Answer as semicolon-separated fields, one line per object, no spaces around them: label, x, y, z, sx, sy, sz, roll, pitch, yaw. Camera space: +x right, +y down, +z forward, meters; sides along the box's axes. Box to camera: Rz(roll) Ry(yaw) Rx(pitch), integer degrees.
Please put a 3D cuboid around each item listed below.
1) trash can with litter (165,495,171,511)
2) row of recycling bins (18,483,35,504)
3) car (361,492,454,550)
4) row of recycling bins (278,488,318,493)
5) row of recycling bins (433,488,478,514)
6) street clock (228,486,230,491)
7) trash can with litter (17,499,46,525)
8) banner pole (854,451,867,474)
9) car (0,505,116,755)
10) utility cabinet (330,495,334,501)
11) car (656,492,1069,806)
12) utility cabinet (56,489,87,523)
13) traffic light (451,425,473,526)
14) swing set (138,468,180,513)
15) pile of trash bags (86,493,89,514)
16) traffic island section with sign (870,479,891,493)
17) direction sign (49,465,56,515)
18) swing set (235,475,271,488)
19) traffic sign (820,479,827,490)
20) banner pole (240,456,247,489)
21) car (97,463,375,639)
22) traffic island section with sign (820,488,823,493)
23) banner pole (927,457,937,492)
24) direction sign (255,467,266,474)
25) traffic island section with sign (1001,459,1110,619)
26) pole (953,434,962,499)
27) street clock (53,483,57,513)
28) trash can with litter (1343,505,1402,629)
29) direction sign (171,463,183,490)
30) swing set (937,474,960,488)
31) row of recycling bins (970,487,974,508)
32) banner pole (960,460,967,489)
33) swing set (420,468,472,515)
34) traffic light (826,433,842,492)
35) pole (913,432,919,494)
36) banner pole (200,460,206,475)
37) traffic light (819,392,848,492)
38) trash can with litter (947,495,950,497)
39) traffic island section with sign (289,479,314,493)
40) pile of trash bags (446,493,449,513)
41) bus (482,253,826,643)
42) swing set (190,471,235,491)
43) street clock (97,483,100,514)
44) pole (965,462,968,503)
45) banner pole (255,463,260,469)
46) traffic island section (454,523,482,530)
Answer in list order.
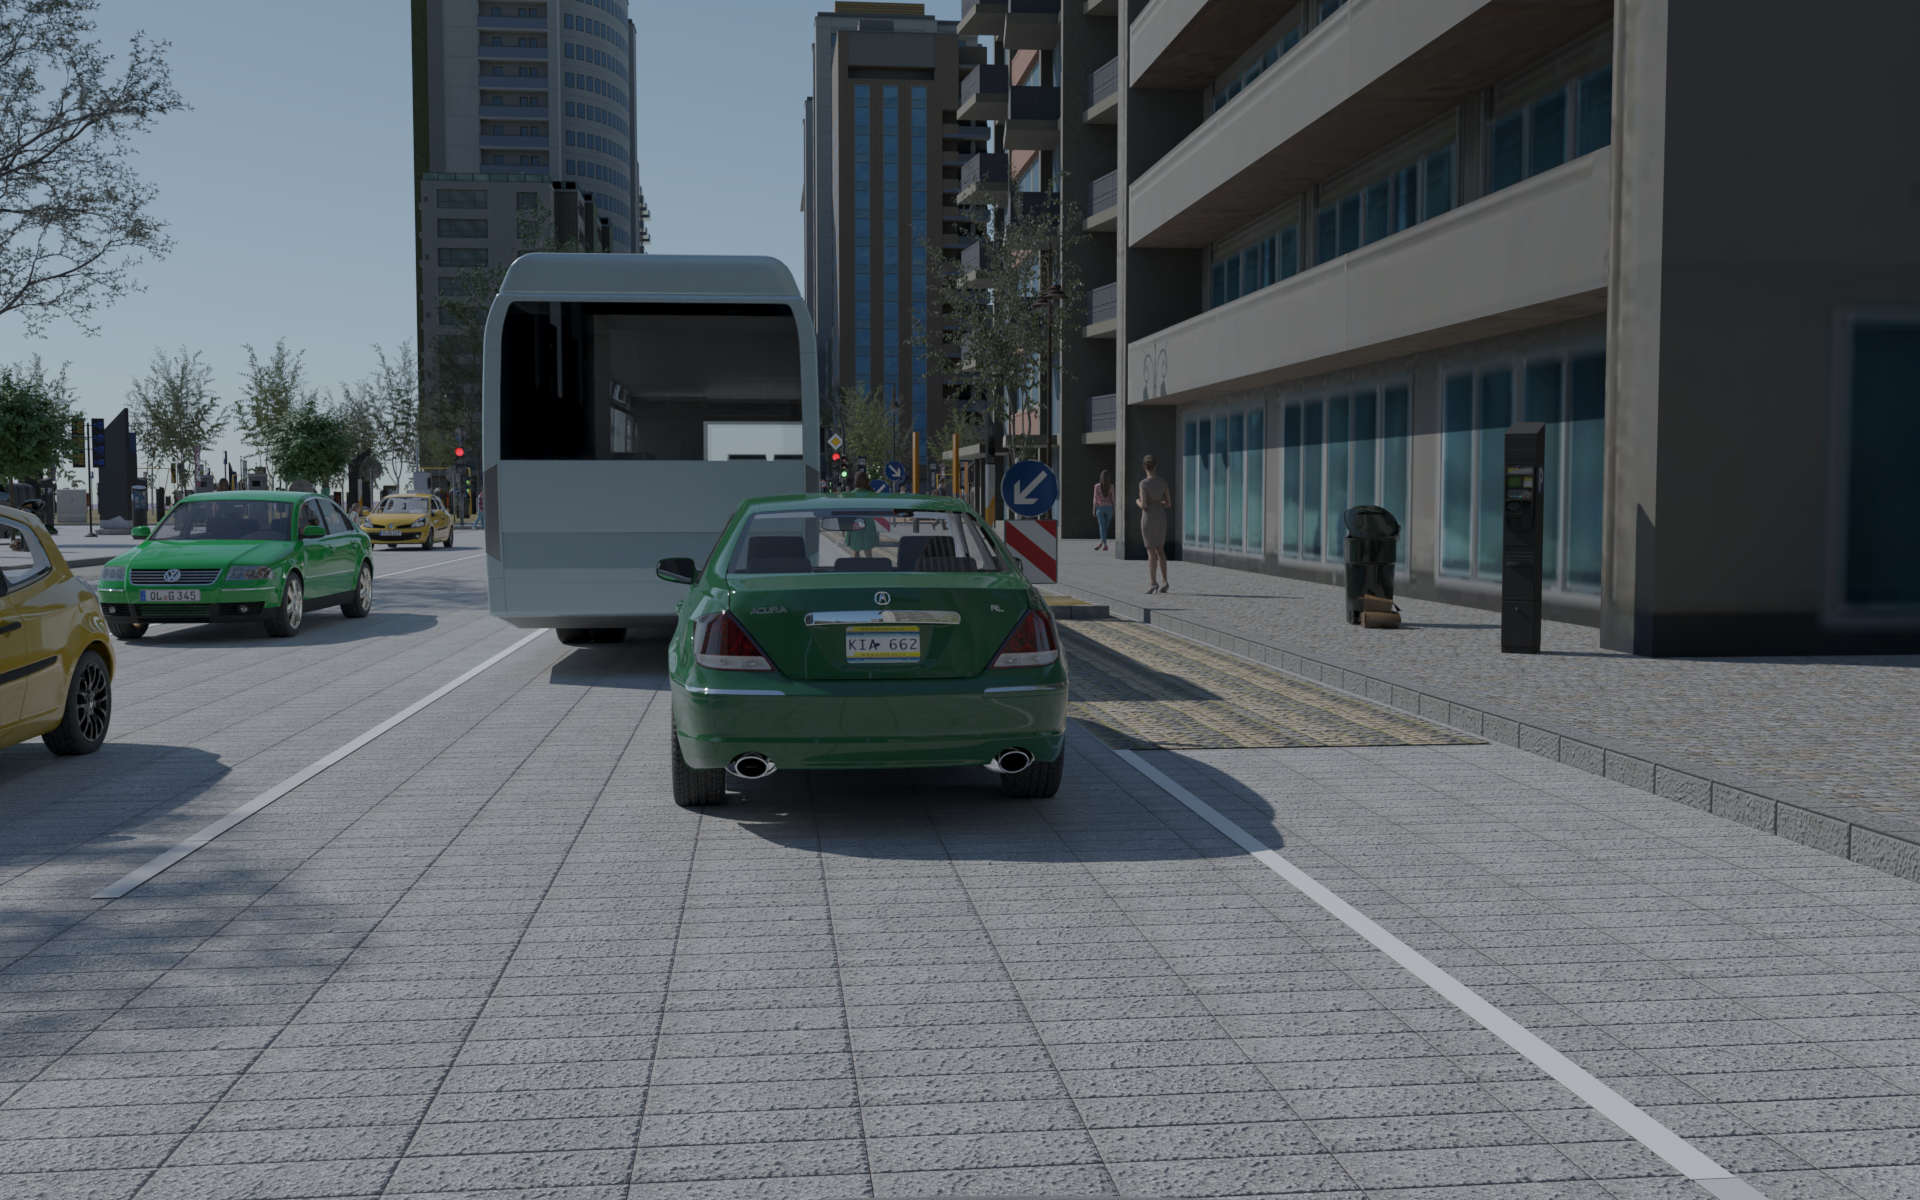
trash can with litter;-61.200;-7.563;134.718;1.678;1.210;2.233;1;4;21
row of recycling bins;-34.970;-3.485;64.094;1.069;1.692;3.534;-1;4;-16
car;-14.399;-2.138;45.184;2.015;1.641;3.980;0;4;-5
row of recycling bins;-45.779;-6.885;119.678;3.534;1.692;1.069;2;4;26
row of recycling bins;-31.518;-6.268;109.597;3.534;1.692;1.069;0;4;-7
street clock;-56.976;-7.953;134.609;0.358;2.002;0.471;1;4;11
trash can with litter;-20.865;-1.665;38.613;1.055;1.170;0.624;2;4;34
banner pole;-5.887;-6.800;101.191;0.863;3.779;0.401;0;4;-2
car;-5.481;0.130;8.094;2.015;1.641;3.980;0;4;-6
utility cabinet;-44.661;-6.819;122.648;1.020;1.237;0.306;-2;4;-31
car;-0.610;0.142;9.479;2.131;1.459;4.920;0;4;-7
utility cabinet;-39.007;-4.120;76.047;1.173;1.500;0.318;0;4;-1
traffic light;-20.222;-4.976;70.279;0.839;4.253;0.868;0;4;-6
swing set;-48.432;-6.468;103.373;2.862;2.851;3.119;3;5;42
pile of trash bags;-56.315;-6.416;114.655;3.447;1.369;1.912;-3;5;-40
traffic island section with sign;-2.385;-2.371;47.388;1.989;1.847;2.006;0;4;-6
direction sign;-55.238;-6.934;105.371;0.876;3.537;0.379;2;4;35
swing set;-58.060;-8.811;141.679;3.119;2.851;2.862;-2;4;-29
traffic sign;-11.966;-9.226;150.947;0.768;2.556;0.104;0;4;3
banner pole;-46.784;-7.530;113.125;0.863;3.779;0.401;2;4;31
car;-7.651;-0.602;18.643;1.959;1.807;4.718;0;4;-5
traffic island section with sign;-8.570;-5.750;102.636;1.989;1.847;2.006;0;4;-6
banner pole;-1.978;-7.832;118.063;0.863;3.779;0.401;1;4;13
direction sign;-58.136;-9.300;144.059;0.876;3.537;0.379;-2;4;-31
traffic island section with sign;0.612;-0.732;20.599;1.989;1.847;2.006;0;4;-6
pole;-0.141;-3.970;58.746;0.158;3.312;0.155;0;3;0
street clock;-60.169;-6.762;115.122;0.358;2.002;0.471;-1;4;-15
trash can with litter;4.102;-0.337;16.898;0.624;1.170;1.055;0;3;0
direction sign;-56.827;-8.185;125.817;0.876;3.537;0.379;-3;4;-38
swing set;-0.269;-8.442;135.654;3.119;2.851;2.862;0;4;-5
row of recycling bins;2.123;-4.658;83.271;3.534;1.692;1.069;1;4;22
banner pole;0.058;-7.371;110.540;0.863;3.779;0.401;0;4;3
swing set;-30.657;-6.482;103.592;3.119;2.851;2.862;-1;4;-13
traffic light;-5.746;-5.567;79.944;0.839;4.253;0.868;0;4;-6
pole;-1.450;-3.867;57.070;0.158;3.312;0.155;0;3;0
banner pole;-55.644;-8.401;127.372;0.863;3.779;0.401;1;4;8
traffic light;-6.927;-5.931;71.636;4.771;5.953;1.251;0;4;-6
trash can with litter;-1.299;-8.258;146.402;1.055;1.170;0.624;2;4;33
traffic island section with sign;-17.523;-2.277;45.861;1.989;1.847;2.006;0;4;-6
pile of trash bags;-41.266;-7.772;136.826;3.447;1.369;1.912;2;4;32
bus;-2.947;-1.531;19.894;2.948;3.499;13.247;0;4;-5
swing set;-51.987;-7.386;118.377;2.862;2.851;3.119;1;4;11
street clock;-54.632;-6.445;109.950;0.358;2.002;0.471;-2;4;-35
pole;0.406;-7.104;109.988;0.158;3.312;0.155;0;3;0
banner pole;-56.007;-9.062;138.186;0.863;3.779;0.401;3;5;43
traffic island section;-20.263;-2.944;70.409;2.009;0.180;2.903;0;4;-6
